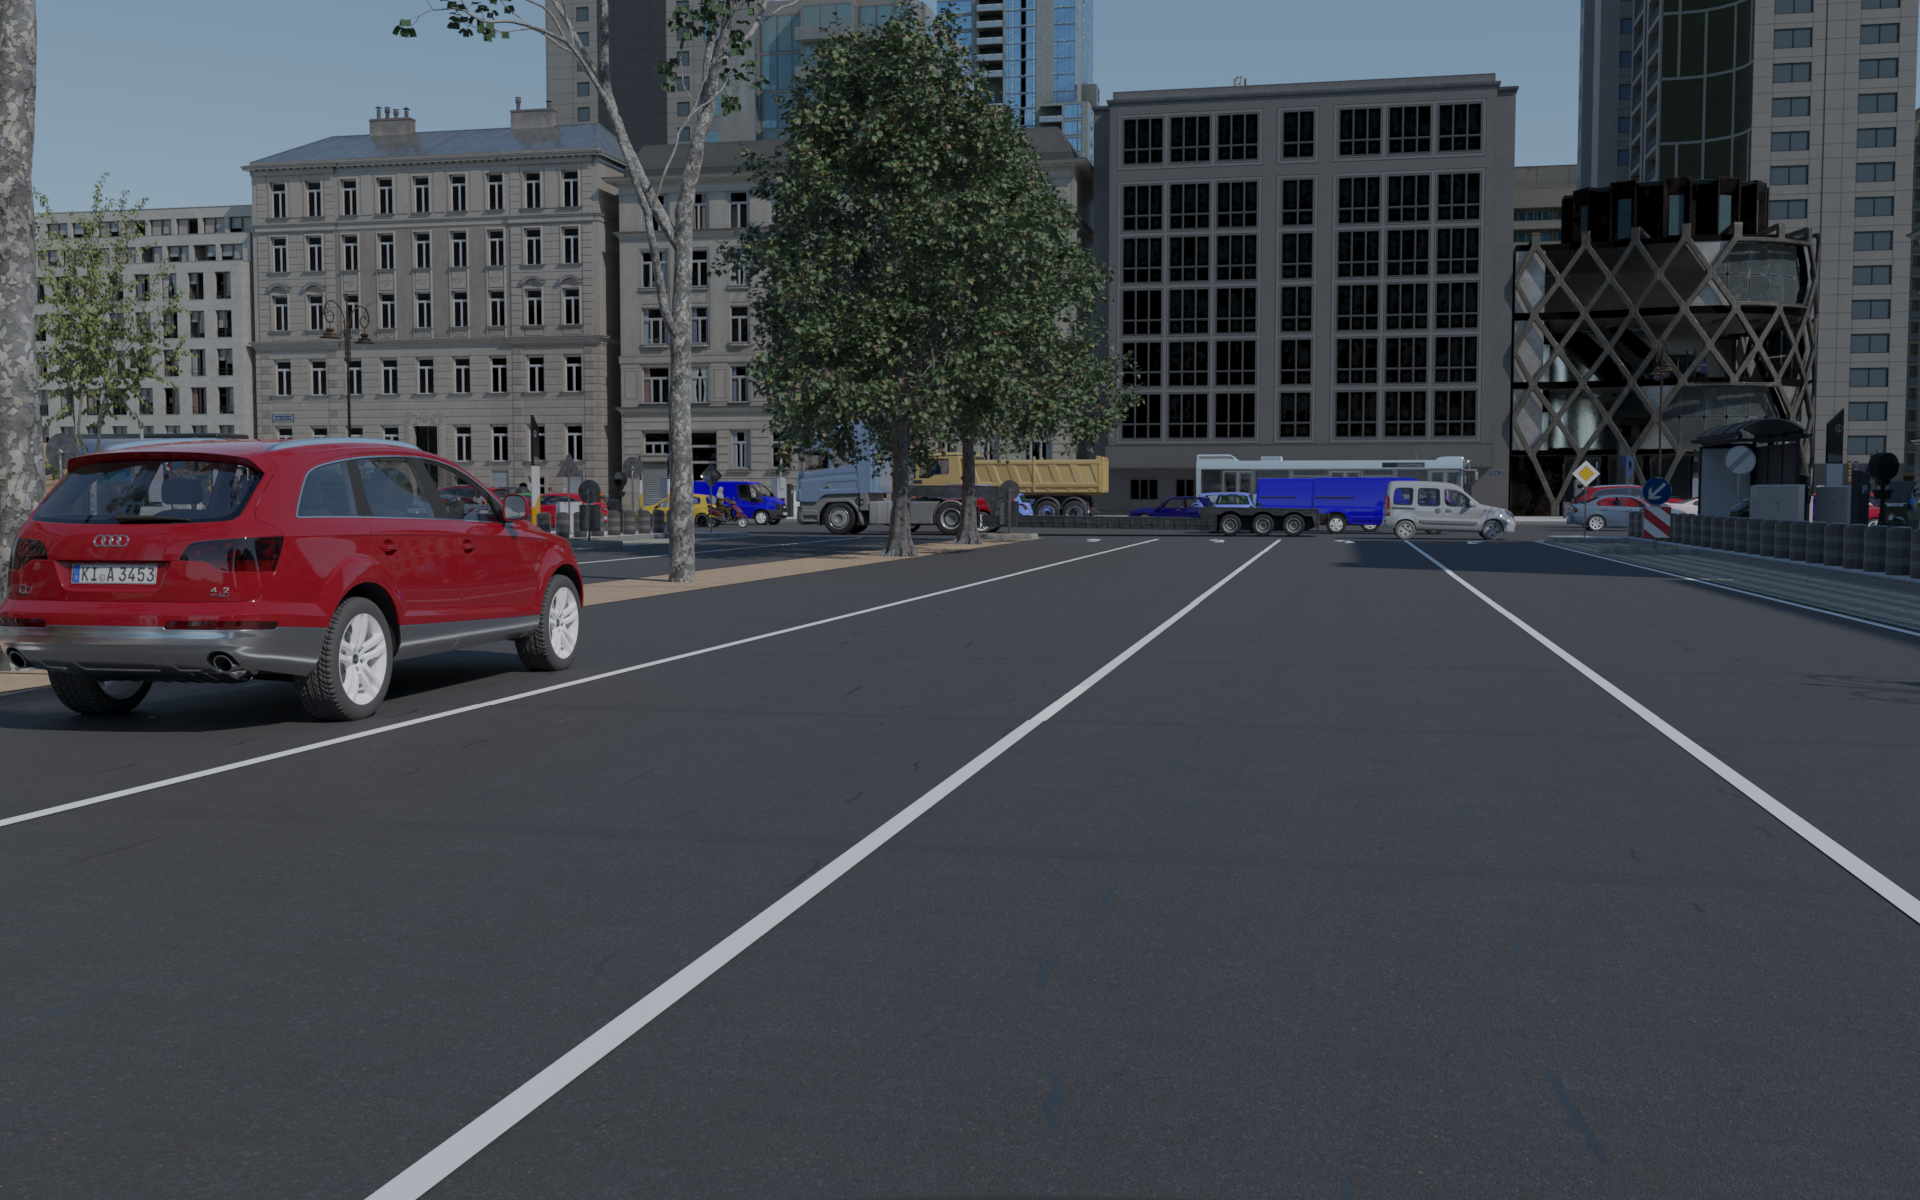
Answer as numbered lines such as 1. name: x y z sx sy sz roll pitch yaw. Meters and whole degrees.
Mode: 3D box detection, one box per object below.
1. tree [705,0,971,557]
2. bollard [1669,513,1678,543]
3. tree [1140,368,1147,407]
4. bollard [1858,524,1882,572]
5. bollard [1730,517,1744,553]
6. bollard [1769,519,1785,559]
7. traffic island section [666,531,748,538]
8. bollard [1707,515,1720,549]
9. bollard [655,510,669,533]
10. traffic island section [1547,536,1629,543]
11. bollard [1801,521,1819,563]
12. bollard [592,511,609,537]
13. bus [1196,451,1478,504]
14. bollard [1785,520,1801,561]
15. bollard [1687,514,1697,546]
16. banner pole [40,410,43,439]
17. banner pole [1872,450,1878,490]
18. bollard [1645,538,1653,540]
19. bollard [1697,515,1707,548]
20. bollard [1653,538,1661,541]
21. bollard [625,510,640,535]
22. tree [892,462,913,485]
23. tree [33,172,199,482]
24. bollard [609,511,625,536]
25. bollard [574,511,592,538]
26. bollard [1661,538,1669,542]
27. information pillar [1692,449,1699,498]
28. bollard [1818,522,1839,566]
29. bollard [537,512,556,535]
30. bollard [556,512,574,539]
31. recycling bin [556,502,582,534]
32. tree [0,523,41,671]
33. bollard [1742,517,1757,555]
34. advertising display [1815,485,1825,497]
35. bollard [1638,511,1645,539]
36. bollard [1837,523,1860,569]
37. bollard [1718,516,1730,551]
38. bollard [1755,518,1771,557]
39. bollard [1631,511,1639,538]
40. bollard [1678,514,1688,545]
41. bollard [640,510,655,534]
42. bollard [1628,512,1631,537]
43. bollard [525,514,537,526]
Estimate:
1. tree: -1.349 -7.343 39.523 9.611 12.733 9.660 0 3 0
2. bollard: 18.781 -1.857 45.087 0.404 0.777 0.398 0 3 0
3. tree: 0.260 -7.928 49.094 9.611 12.733 9.660 0 3 0
4. bollard: 15.150 -0.849 28.594 0.404 0.777 0.398 0 3 0
5. bollard: 17.230 -1.426 38.033 0.404 0.777 0.398 0 3 0
6. bollard: 16.451 -1.210 34.503 0.404 0.777 0.398 0 3 0
7. traffic island section: -8.276 -2.153 57.489 2.009 0.180 2.903 1 4 12
8. bollard: 17.742 -1.570 40.392 0.404 0.777 0.398 0 3 0
9. bollard: -9.936 -2.592 57.089 0.404 0.777 0.398 0 3 0
10. traffic island section: 18.623 -1.792 51.585 2.009 0.180 2.903 1 4 12
11. bollard: 15.929 -1.066 32.148 0.404 0.777 0.398 0 3 0
12. bollard: -10.971 -2.304 52.390 0.404 0.777 0.398 0 3 0
13. bus: 17.654 -5.210 80.042 13.247 3.499 2.948 1 4 12
14. bollard: 16.193 -1.138 33.328 0.404 0.777 0.398 0 3 0
15. bollard: 18.260 -1.714 42.739 0.404 0.777 0.398 0 3 0
16. banner pole: -24.429 -3.403 45.659 0.863 3.779 0.401 2 4 25
17. banner pole: 52.094 -6.643 98.631 0.401 3.779 0.863 1 4 12
18. bollard: 19.553 -2.073 48.609 0.404 0.777 0.398 0 3 0
19. bollard: 18.006 -1.642 41.564 0.404 0.777 0.398 0 3 0
20. bollard: 19.293 -2.001 47.436 0.404 0.777 0.398 0 3 0
21. bollard: -10.457 -2.448 54.742 0.404 0.777 0.398 0 3 0
22. tree: -3.765 -9.093 99.029 4.360 8.622 3.978 0 3 0
23. tree: -20.196 -5.508 40.419 4.737 8.622 4.395 0 3 0
24. bollard: -10.711 -2.376 53.568 0.404 0.777 0.398 0 3 0
25. bollard: -11.232 -2.232 51.212 0.404 0.777 0.398 0 3 0
26. bollard: 19.038 -1.929 46.261 0.404 0.777 0.398 0 3 0
27. information pillar: 37.842 -5.965 88.890 0.183 3.616 0.504 -3 5 -42
28. bollard: 15.669 -0.993 30.956 0.404 0.777 0.398 0 3 0
29. bollard: -11.749 -2.089 48.865 0.404 0.777 0.398 0 3 0
30. bollard: -11.489 -2.160 50.038 0.404 0.777 0.398 0 3 0
31. recycling bin: -12.550 -2.633 55.596 0.722 1.027 0.722 -1 4 -23
32. tree: -8.643 -9.557 14.603 12.611 20.169 13.585 0 3 0
33. bollard: 16.967 -1.354 36.855 0.404 0.777 0.398 0 3 0
34. advertising display: 60.487 -7.106 121.396 0.974 1.923 0.123 1 4 11
35. bollard: 19.816 -2.145 49.790 0.404 0.777 0.398 0 3 0
36. bollard: 15.409 -0.921 29.768 0.404 0.777 0.398 0 3 0
37. bollard: 17.490 -1.498 39.206 0.404 0.777 0.398 0 3 0
38. bollard: 16.709 -1.282 35.678 0.404 0.777 0.398 0 3 0
39. bollard: 20.070 -2.217 50.964 0.404 0.777 0.398 0 3 0
40. bollard: 18.527 -1.786 43.912 0.404 0.777 0.398 0 3 0
41. bollard: -10.197 -2.520 55.916 0.404 0.777 0.398 0 3 0
42. bollard: 20.330 -2.289 52.138 0.404 0.777 0.398 0 3 0
43. bollard: -12.008 -2.017 47.691 0.404 0.777 0.398 0 3 0
